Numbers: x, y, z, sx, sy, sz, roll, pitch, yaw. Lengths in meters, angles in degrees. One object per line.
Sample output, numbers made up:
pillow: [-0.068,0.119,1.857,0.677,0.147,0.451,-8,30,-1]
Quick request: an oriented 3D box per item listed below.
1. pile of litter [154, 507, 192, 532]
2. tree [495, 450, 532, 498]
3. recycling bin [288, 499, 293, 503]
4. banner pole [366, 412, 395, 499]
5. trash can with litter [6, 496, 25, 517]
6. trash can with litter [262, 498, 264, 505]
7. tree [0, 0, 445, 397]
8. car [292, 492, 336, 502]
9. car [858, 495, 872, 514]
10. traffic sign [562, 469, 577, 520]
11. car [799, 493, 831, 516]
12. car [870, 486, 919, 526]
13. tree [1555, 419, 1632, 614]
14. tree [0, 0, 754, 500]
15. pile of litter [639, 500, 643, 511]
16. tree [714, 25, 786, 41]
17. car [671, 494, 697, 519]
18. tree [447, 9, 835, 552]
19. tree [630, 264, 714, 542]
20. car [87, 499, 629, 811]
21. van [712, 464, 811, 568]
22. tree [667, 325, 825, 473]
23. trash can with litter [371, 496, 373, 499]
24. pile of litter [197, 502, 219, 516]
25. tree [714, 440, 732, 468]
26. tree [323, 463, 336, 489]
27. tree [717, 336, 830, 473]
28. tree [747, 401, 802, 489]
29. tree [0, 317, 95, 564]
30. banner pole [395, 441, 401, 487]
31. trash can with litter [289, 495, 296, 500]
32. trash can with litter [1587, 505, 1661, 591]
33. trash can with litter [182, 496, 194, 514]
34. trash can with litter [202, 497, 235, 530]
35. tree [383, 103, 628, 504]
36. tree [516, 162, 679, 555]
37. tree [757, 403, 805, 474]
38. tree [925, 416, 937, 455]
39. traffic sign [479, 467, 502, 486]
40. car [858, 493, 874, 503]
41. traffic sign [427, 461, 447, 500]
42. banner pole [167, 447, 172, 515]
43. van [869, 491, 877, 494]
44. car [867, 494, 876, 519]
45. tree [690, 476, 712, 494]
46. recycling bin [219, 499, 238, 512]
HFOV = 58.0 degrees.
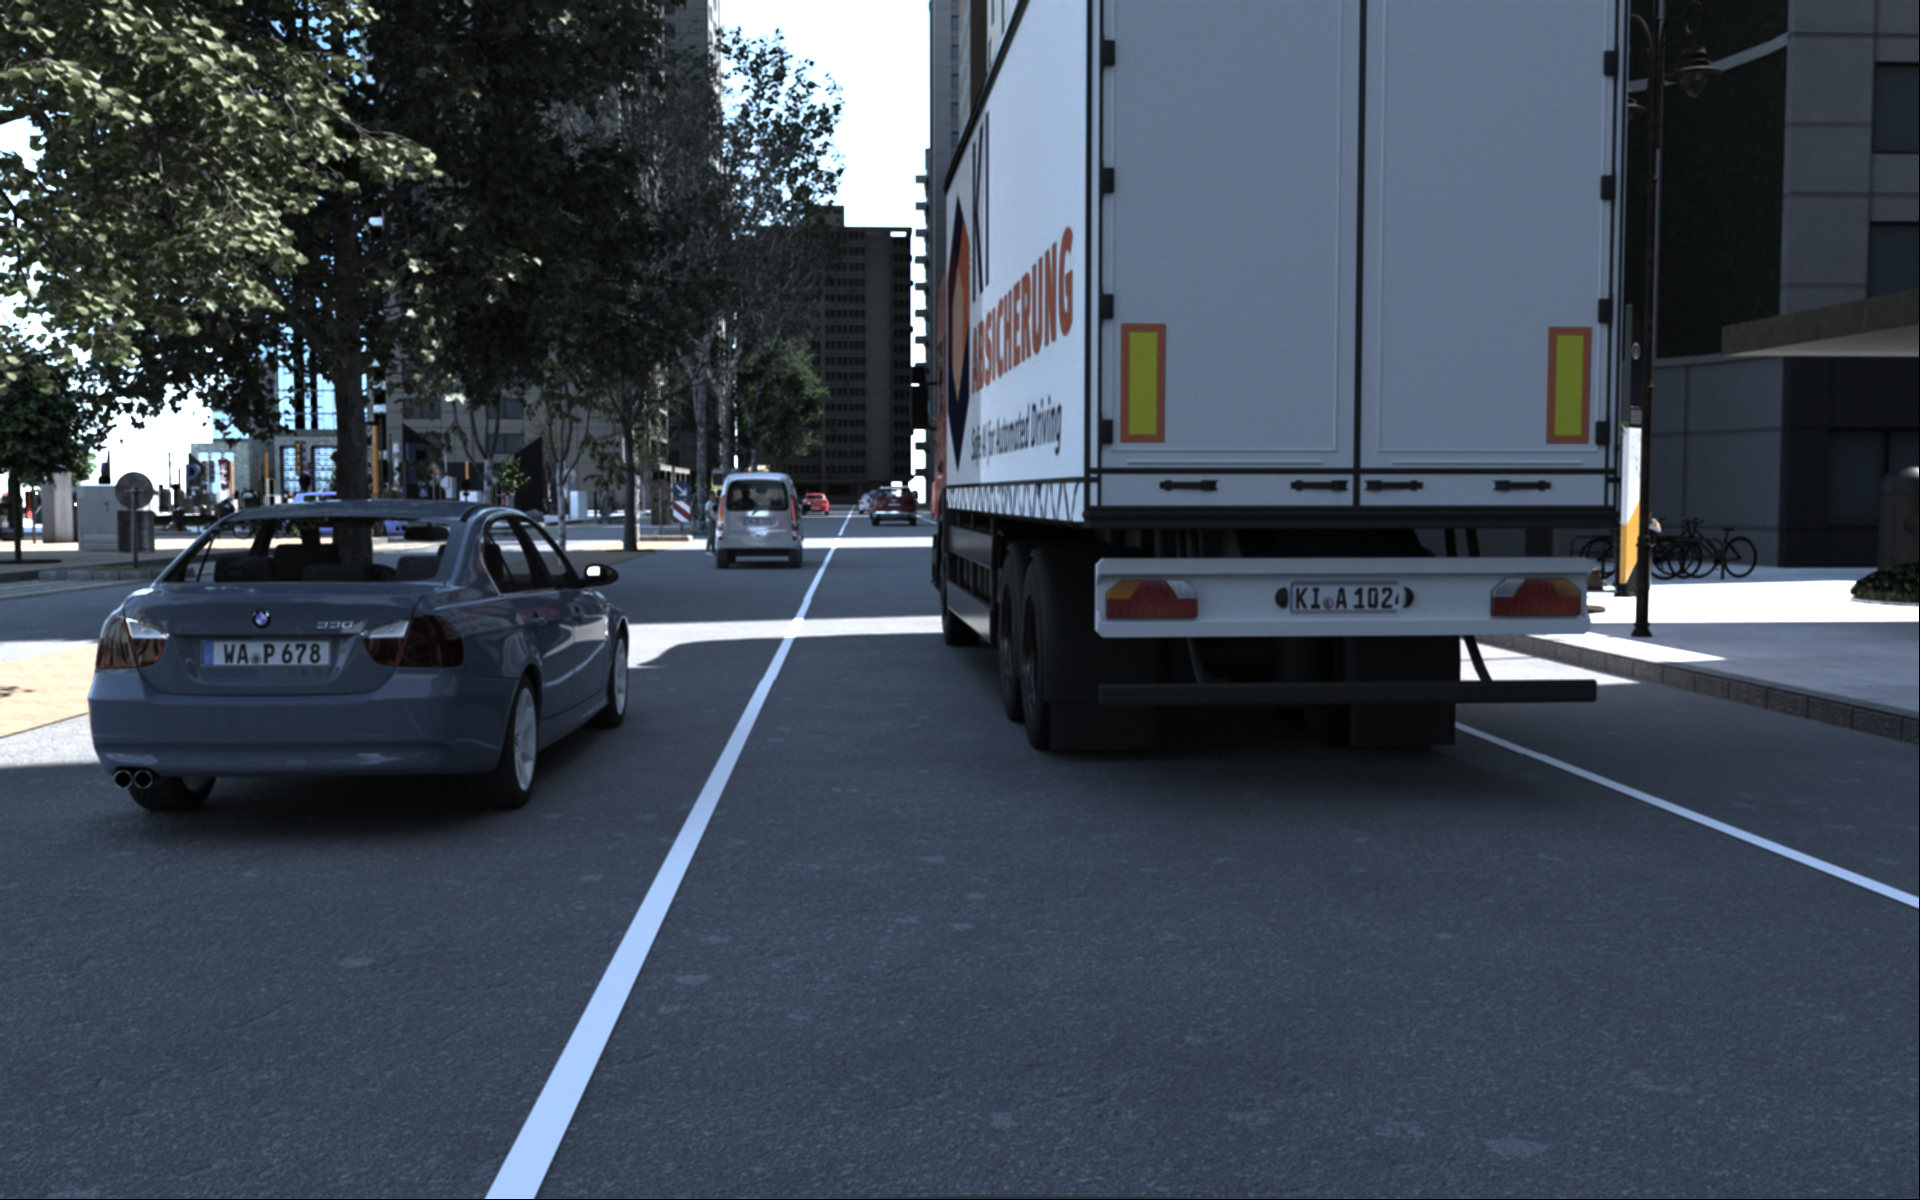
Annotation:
pile of litter: [-27.079,-2.785,59.492,1.176,0.858,1.719,-2,4,-32]
tree: [-19.842,-5.031,76.857,1.663,3.219,1.824,0,3,0]
recycling bin: [-37.517,-5.108,96.066,0.722,1.027,0.722,2,4,31]
banner pole: [-17.753,-3.824,52.534,0.863,3.779,0.401,-3,5,-42]
trash can with litter: [-52.095,-5.164,95.497,1.678,1.210,2.233,0,4,-7]
trash can with litter: [-51.877,-7.195,129.018,1.055,1.170,0.624,1,4,10]
tree: [-7.122,-5.584,11.890,7.486,12.596,7.792,0,3,0]
car: [-19.348,-2.753,54.607,3.694,1.707,1.945,0,4,-3]
car: [-6.379,-6.932,125.699,2.083,1.381,4.827,0,4,-2]
traffic sign: [-19.543,-5.290,86.605,0.768,2.556,0.104,0,4,3]
car: [-9.617,-6.486,115.085,2.155,1.783,4.494,0,4,-5]
car: [-3.024,-4.341,79.645,2.281,1.827,5.304,0,4,-2]
tree: [6.677,-1.493,19.008,1.663,3.219,1.824,0,3,0]
tree: [-7.510,-6.220,21.163,9.611,12.733,9.660,0,3,0]
pile of litter: [-24.371,-7.111,130.226,1.176,0.858,1.719,-1,4,-13]
tree: [-11.087,-12.713,66.203,12.611,20.169,13.585,0,3,0]
car: [-15.671,-5.472,99.250,2.009,1.686,4.222,0,4,-2]
tree: [-8.174,-7.936,42.584,12.009,13.543,11.850,0,3,0]
tree: [-9.541,-6.001,50.937,4.360,8.622,3.978,0,3,0]
car: [-2.895,0.174,9.157,2.014,1.417,4.499,0,4,-2]
van: [-4.009,-1.705,34.886,2.013,2.044,4.112,0,4,-5]
tree: [-11.150,-9.351,89.766,8.767,10.594,7.601,0,4,-3]
trash can with litter: [-40.608,-6.555,118.557,0.624,1.170,1.055,2,4,28]
pile of litter: [-31.688,-3.611,73.004,1.719,0.858,1.176,2,4,33]
tree: [-26.472,-14.465,186.868,4.360,8.622,3.978,0,3,0]
tree: [-32.835,-5.921,91.404,1.663,3.219,1.824,0,3,0]
tree: [-12.107,-11.209,111.476,9.928,11.665,9.643,0,3,0]
tree: [-13.253,-10.452,123.704,4.737,8.622,4.395,0,3,0]
tree: [-17.548,-2.973,32.317,4.285,4.588,4.351,0,3,0]
banner pole: [-23.429,-4.996,71.703,0.863,3.779,0.401,3,4,36]
trash can with litter: [-38.654,-5.415,99.593,2.233,1.210,1.678,0,4,-4]
trash can with litter: [8.697,-0.709,22.987,1.055,1.170,0.624,1,4,10]
trash can with litter: [-37.180,-4.481,84.315,2.233,1.210,1.678,-1,4,-17]
trash can with litter: [-25.474,-2.941,59.478,1.055,1.170,0.624,0,4,1]
tree: [-7.974,-4.666,29.114,4.360,8.622,3.978,0,3,0]
tree: [-7.928,-4.982,34.276,4.737,8.622,4.395,0,3,0]
tree: [-12.604,-10.151,118.781,4.360,8.622,3.978,0,3,0]
tree: [-0.715,-11.664,141.076,4.737,8.622,4.395,0,3,0]
traffic sign: [-16.318,-3.460,60.218,0.795,2.450,0.064,0,4,-3]
car: [-7.721,-8.435,147.503,1.945,1.707,3.694,0,4,-3]
traffic sign: [-15.858,-2.973,52.247,0.795,2.450,0.064,0,4,-3]
banner pole: [-41.669,-6.199,91.377,0.401,3.779,0.863,-1,4,-10]
van: [-10.269,-12.365,209.184,2.013,2.044,4.112,0,4,-2]
car: [-4.423,-5.676,101.846,2.155,1.783,4.494,0,4,-3]
tree: [-24.466,-10.214,161.606,1.663,3.219,1.824,0,3,0]
recycling bin: [-34.846,-4.278,82.502,0.722,1.027,0.722,-1,4,-12]
